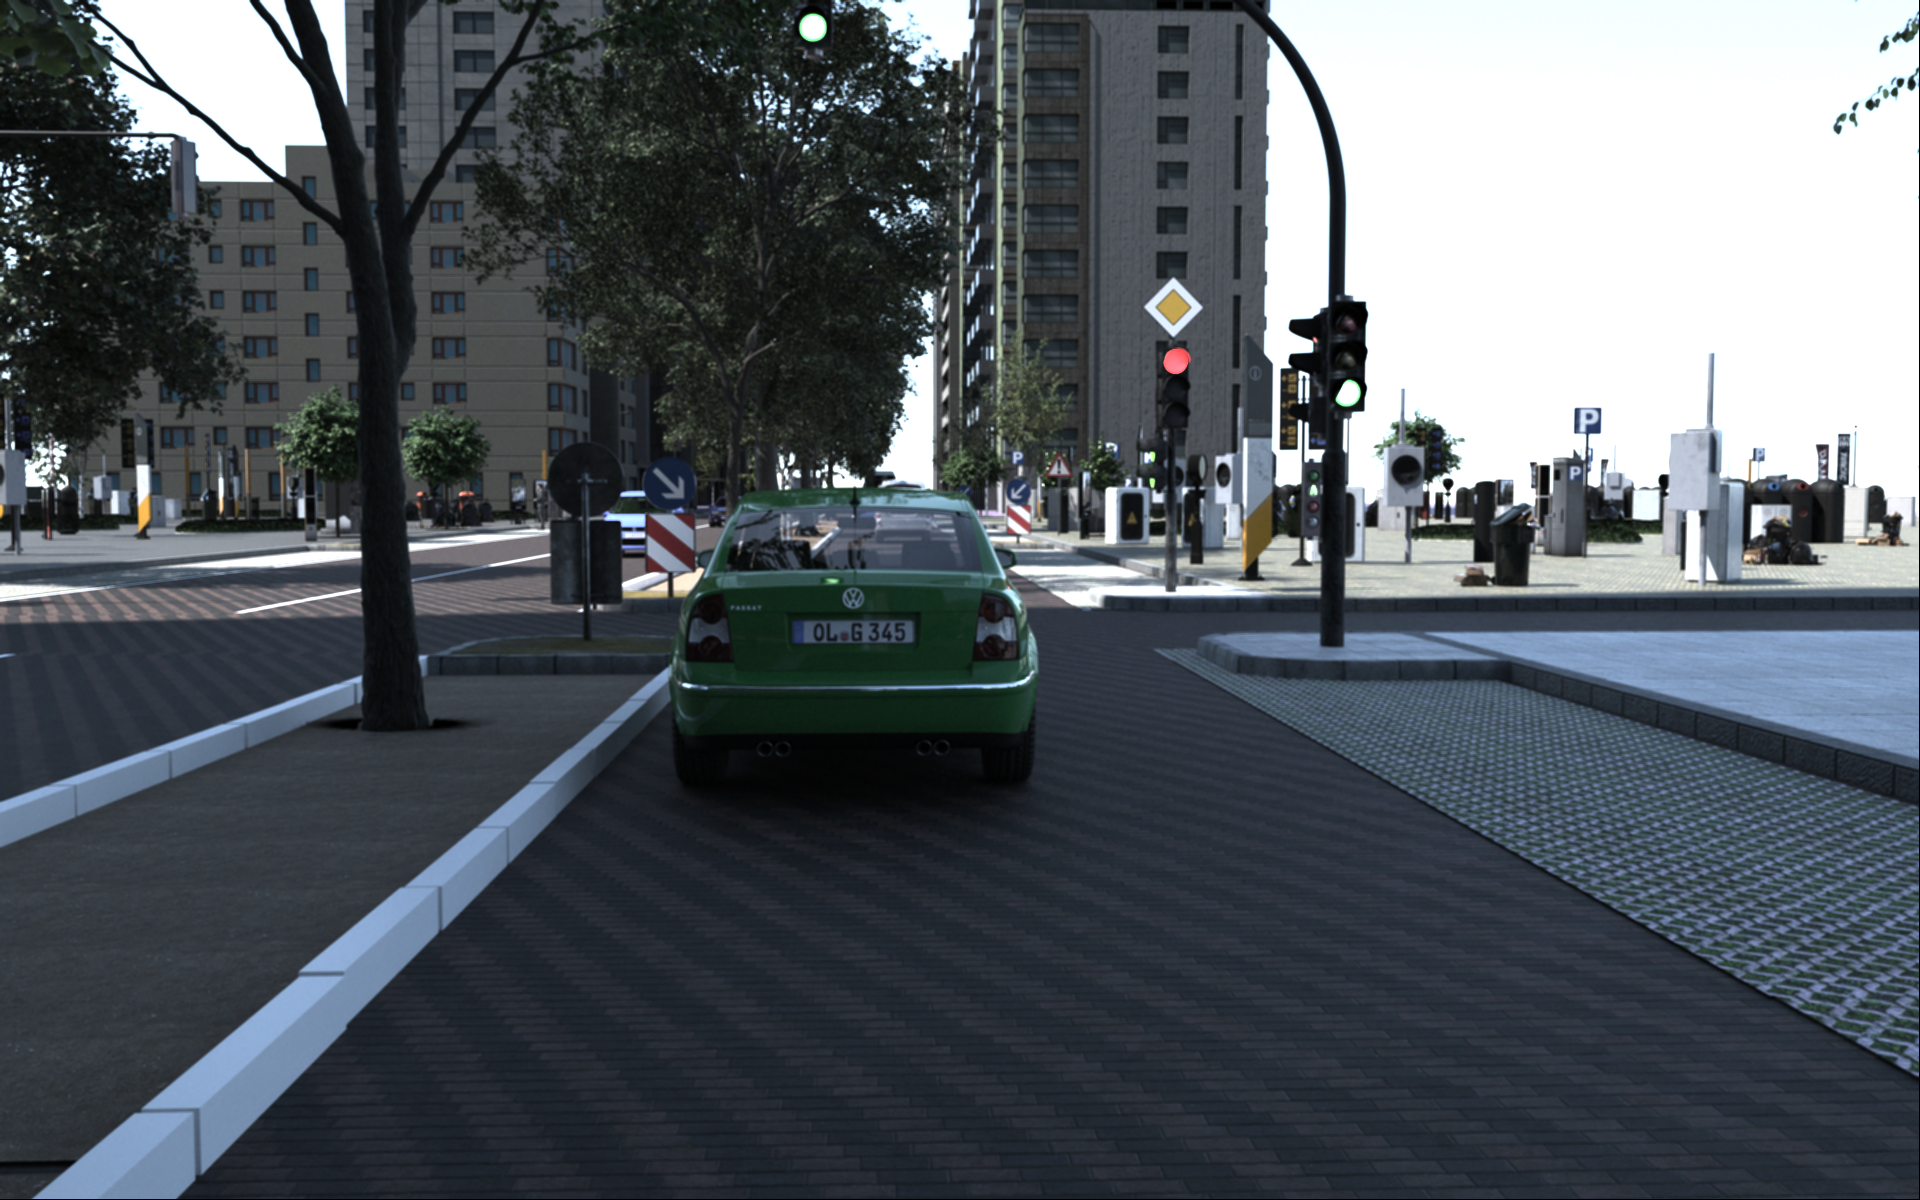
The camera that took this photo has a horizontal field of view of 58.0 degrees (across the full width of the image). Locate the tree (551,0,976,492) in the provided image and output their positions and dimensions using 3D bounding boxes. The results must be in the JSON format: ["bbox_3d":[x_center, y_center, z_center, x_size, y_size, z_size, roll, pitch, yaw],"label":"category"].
[{"bbox_3d":[-4.033,-7.781,36.325,9.857,13.997,8.962,0,3,0],"label":"tree"}]

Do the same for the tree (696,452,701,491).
[{"bbox_3d":[-24.754,-13.596,172.656,4.737,8.622,4.395,0,3,0],"label":"tree"}]

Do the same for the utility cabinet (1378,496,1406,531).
[{"bbox_3d":[15.153,-3.021,60.555,1.020,1.237,0.306,1,4,23],"label":"utility cabinet"}]

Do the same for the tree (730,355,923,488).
[{"bbox_3d":[-6.939,-10.348,82.010,12.009,13.543,11.850,0,3,0],"label":"tree"}]

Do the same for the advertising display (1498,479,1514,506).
[{"bbox_3d":[23.078,-4.160,73.229,0.974,1.923,0.123,-3,4,-37],"label":"advertising display"}]

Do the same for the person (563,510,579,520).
[{"bbox_3d":[-9.698,-2.123,43.401,0.537,1.800,0.526,-2,4,-27],"label":"person"}]

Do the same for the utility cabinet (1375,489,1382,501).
[{"bbox_3d":[18.140,-3.939,73.085,1.173,1.500,0.318,3,5,39],"label":"utility cabinet"}]

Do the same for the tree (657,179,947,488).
[{"bbox_3d":[-5.272,-8.544,59.158,9.611,12.733,9.660,0,3,0],"label":"tree"}]

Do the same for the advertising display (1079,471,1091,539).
[{"bbox_3d":[3.554,-2.696,49.292,0.123,1.923,0.974,1,4,18],"label":"advertising display"}]

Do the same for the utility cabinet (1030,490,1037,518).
[{"bbox_3d":[3.528,-5.100,92.061,1.173,1.500,0.318,3,4,37],"label":"utility cabinet"}]

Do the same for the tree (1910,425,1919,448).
[{"bbox_3d":[26.972,-3.789,45.666,4.285,4.588,4.351,0,3,0],"label":"tree"}]

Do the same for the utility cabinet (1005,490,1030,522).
[{"bbox_3d":[2.534,-4.282,78.695,0.318,1.500,1.173,-3,5,-39],"label":"utility cabinet"}]

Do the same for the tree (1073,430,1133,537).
[{"bbox_3d":[4.386,-3.526,52.257,1.663,3.219,1.824,0,3,0],"label":"tree"}]

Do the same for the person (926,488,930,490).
[{"bbox_3d":[-1.378,-4.199,77.988,0.563,1.720,0.643,-3,5,-44],"label":"person"}]

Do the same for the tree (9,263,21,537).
[{"bbox_3d":[-28.090,-6.200,51.735,4.737,8.622,4.395,0,3,0],"label":"tree"}]

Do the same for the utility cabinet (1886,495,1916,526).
[{"bbox_3d":[37.592,-3.548,69.173,0.306,1.237,1.020,-2,4,-35],"label":"utility cabinet"}]

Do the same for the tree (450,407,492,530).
[{"bbox_3d":[-18.309,-4.764,61.606,4.285,4.588,4.351,0,3,0],"label":"tree"}]

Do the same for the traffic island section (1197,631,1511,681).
[{"bbox_3d":[3.159,0.466,14.664,2.009,0.180,2.903,0,4,-3],"label":"traffic island section"}]

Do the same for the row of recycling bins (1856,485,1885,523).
[{"bbox_3d":[39.518,-4.313,77.630,3.534,1.692,1.069,3,5,43],"label":"row of recycling bins"}]

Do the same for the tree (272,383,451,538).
[{"bbox_3d":[-18.201,-4.098,50.716,4.285,4.588,4.351,0,3,0],"label":"tree"}]

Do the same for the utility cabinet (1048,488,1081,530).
[{"bbox_3d":[3.663,-3.177,60.624,1.173,1.500,0.318,2,4,31],"label":"utility cabinet"}]

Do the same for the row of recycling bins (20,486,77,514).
[{"bbox_3d":[-46.663,-4.978,88.499,3.534,1.692,1.069,1,4,17],"label":"row of recycling bins"}]

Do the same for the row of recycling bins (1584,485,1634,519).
[{"bbox_3d":[28.481,-4.317,77.698,3.534,1.692,1.069,-2,4,-30],"label":"row of recycling bins"}]

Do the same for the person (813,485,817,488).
[{"bbox_3d":[-6.557,-4.266,78.259,0.555,1.821,0.388,-1,4,-22],"label":"person"}]

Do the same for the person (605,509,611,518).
[{"bbox_3d":[-16.485,-4.461,81.613,0.709,1.800,0.728,2,4,33],"label":"person"}]

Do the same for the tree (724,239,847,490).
[{"bbox_3d":[-4.490,-5.576,43.979,4.360,8.622,3.978,0,3,0],"label":"tree"}]

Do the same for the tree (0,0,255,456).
[{"bbox_3d":[-16.936,-6.845,28.932,9.611,12.733,9.660,0,3,0],"label":"tree"}]

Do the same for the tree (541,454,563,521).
[{"bbox_3d":[-19.458,-5.468,83.997,1.663,3.219,1.824,0,3,0],"label":"tree"}]

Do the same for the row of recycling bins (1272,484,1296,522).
[{"bbox_3d":[12.880,-3.812,69.445,1.069,1.692,3.534,-3,5,-39],"label":"row of recycling bins"}]

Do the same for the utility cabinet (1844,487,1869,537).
[{"bbox_3d":[26.123,-2.596,51.121,1.173,1.500,0.318,3,5,43],"label":"utility cabinet"}]

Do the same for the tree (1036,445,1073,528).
[{"bbox_3d":[3.557,-4.388,66.353,1.663,3.219,1.824,0,3,0],"label":"tree"}]

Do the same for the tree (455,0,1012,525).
[{"bbox_3d":[-3.572,-5.460,26.138,8.767,10.594,7.601,0,4,-3],"label":"tree"}]

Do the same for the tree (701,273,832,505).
[{"bbox_3d":[-4.977,-5.954,50.168,4.737,8.622,4.395,0,3,0],"label":"tree"}]

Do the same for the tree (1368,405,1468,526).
[{"bbox_3d":[16.614,-4.857,63.133,4.285,4.588,4.351,0,3,0],"label":"tree"}]

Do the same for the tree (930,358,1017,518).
[{"bbox_3d":[1.200,-8.725,93.012,4.360,8.622,3.978,0,3,0],"label":"tree"}]

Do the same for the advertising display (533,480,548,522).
[{"bbox_3d":[-19.031,-4.490,78.619,0.123,1.923,0.974,1,4,20],"label":"advertising display"}]

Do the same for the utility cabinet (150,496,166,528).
[{"bbox_3d":[-30.794,-3.357,66.045,0.306,1.237,1.020,2,4,24],"label":"utility cabinet"}]

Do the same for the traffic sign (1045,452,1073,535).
[{"bbox_3d":[3.070,-3.285,53.719,0.884,2.594,0.081,0,4,0],"label":"traffic sign"}]

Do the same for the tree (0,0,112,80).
[{"bbox_3d":[-2.716,-4.952,1.545,7.486,12.596,7.792,0,3,0],"label":"tree"}]

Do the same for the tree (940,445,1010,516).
[{"bbox_3d":[1.143,-7.150,100.618,4.285,4.588,4.351,0,3,0],"label":"tree"}]

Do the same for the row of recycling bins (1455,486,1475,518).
[{"bbox_3d":[27.895,-5.214,92.363,1.069,1.692,3.534,-2,4,-34],"label":"row of recycling bins"}]

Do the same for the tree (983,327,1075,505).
[{"bbox_3d":[2.983,-7.687,76.046,4.737,8.622,4.395,0,3,0],"label":"tree"}]

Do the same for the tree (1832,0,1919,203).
[{"bbox_3d":[6.475,-3.663,10.250,4.360,8.622,3.978,0,3,0],"label":"tree"}]

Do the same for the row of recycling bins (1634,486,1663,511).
[{"bbox_3d":[35.665,-5.146,91.247,3.534,1.692,1.069,-1,4,-18],"label":"row of recycling bins"}]

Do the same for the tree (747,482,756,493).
[{"bbox_3d":[-26.094,-13.488,215.127,1.663,3.219,1.824,0,3,0],"label":"tree"}]

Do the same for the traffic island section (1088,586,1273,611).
[{"bbox_3d":[2.776,-0.022,22.640,2.009,0.180,2.903,0,4,-3],"label":"traffic island section"}]

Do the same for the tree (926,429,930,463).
[{"bbox_3d":[-1.613,-14.147,181.668,4.360,8.622,3.978,0,3,0],"label":"tree"}]

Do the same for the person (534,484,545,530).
[{"bbox_3d":[-16.717,-3.703,68.852,0.447,1.846,0.655,-1,4,-9],"label":"person"}]

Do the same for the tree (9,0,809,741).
[{"bbox_3d":[-3.567,-5.023,10.333,9.928,11.665,9.643,0,3,0],"label":"tree"}]

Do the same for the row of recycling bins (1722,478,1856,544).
[{"bbox_3d":[21.379,-2.329,45.200,3.534,1.692,1.069,-1,4,-13],"label":"row of recycling bins"}]

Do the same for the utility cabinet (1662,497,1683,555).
[{"bbox_3d":[15.262,-1.583,37.045,0.306,1.237,1.020,2,4,29],"label":"utility cabinet"}]

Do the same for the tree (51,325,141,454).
[{"bbox_3d":[-33.480,-7.067,65.903,4.360,8.622,3.978,0,3,0],"label":"tree"}]
